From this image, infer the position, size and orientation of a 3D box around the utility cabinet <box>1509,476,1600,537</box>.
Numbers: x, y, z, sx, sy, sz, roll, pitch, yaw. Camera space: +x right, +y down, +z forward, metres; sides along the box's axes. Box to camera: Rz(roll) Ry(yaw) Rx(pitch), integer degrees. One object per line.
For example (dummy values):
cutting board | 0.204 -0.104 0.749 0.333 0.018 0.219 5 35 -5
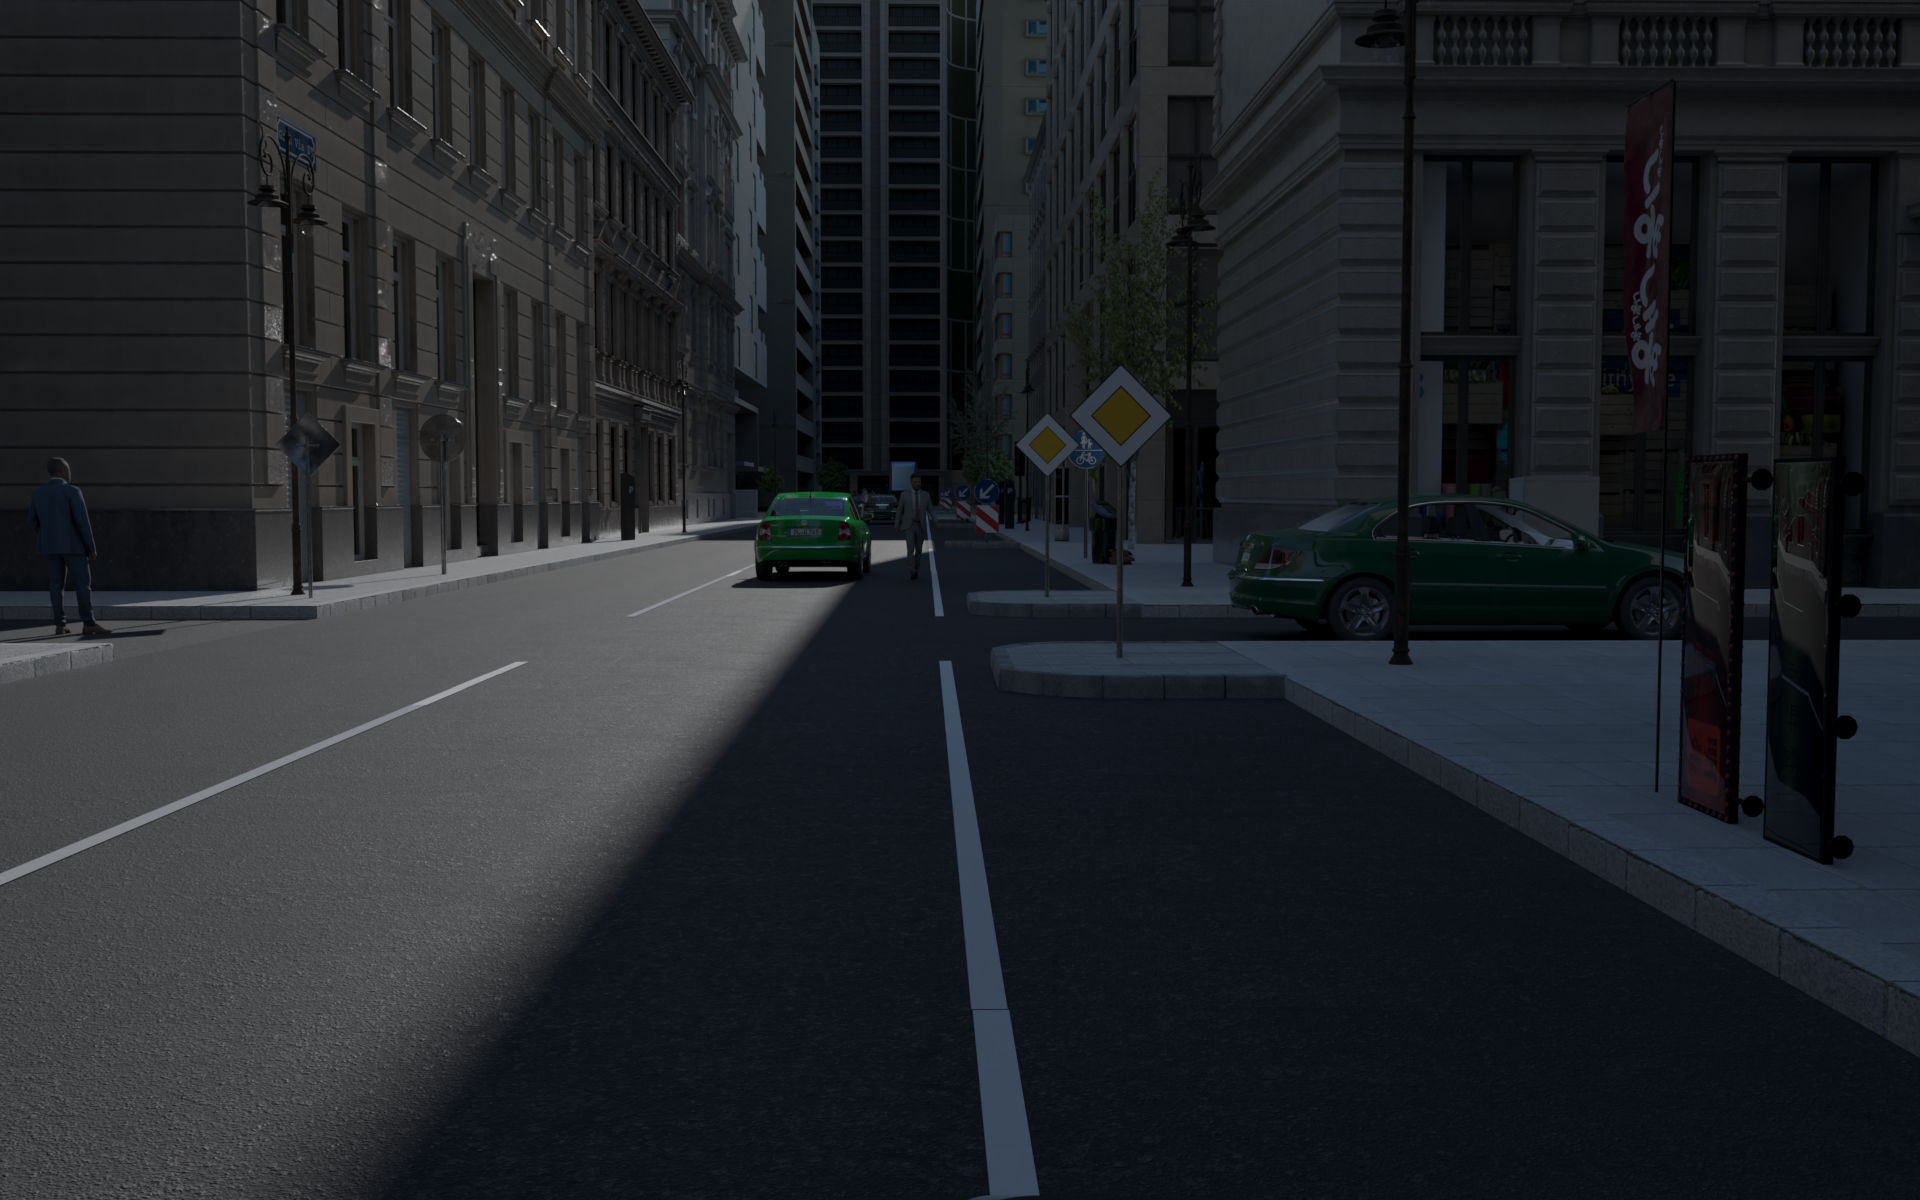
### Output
utility cabinet | 7.481 -0.806 21.862 1.173 1.500 0.318 -1 4 -22

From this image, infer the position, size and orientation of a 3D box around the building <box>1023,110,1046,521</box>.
building | 8.550 -14.551 87.057 9.793 20.994 18.267 0 4 -1

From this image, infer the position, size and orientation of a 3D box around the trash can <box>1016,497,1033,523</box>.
trash can | 2.877 -4.037 77.656 0.748 1.137 0.748 0 3 0

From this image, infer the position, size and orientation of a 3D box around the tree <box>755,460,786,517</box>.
tree | -10.672 -6.261 96.975 1.663 3.219 1.824 0 3 0

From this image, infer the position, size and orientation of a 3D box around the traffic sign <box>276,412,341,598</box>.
traffic sign | -8.012 -1.081 21.318 0.795 2.450 0.064 0 4 -1

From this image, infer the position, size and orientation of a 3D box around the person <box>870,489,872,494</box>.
person | -8.087 -9.194 158.450 1.348 1.869 0.705 -2 4 -32

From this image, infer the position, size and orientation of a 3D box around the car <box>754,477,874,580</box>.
car | -2.516 -1.318 30.342 1.959 1.807 4.718 0 4 0

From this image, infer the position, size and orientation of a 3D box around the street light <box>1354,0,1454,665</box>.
street light | 3.326 -2.453 12.893 0.468 5.910 1.993 0 4 -1

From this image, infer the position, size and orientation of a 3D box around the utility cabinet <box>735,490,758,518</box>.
utility cabinet | -11.518 -5.179 93.361 1.173 1.500 0.318 1 4 12

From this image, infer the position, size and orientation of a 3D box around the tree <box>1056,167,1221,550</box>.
tree | 4.056 -5.486 40.051 4.737 8.622 4.395 0 3 0

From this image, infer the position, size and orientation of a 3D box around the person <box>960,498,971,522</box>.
person | 0.254 -4.879 88.082 0.655 1.846 0.447 -2 4 -29

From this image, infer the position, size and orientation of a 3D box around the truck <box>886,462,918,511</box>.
truck | -4.517 -9.117 138.817 2.967 4.110 18.799 0 4 -2

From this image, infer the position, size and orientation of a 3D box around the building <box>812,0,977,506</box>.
building | -6.143 -45.932 189.238 20.611 71.187 20.563 0 4 -1

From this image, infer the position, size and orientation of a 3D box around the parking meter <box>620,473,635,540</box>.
parking meter | -9.264 -2.606 48.318 0.255 1.863 0.399 2 4 27

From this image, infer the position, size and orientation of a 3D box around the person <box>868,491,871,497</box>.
person | -7.932 -8.617 150.095 0.721 1.736 1.217 -2 4 -27

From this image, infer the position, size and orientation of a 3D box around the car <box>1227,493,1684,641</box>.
car | 5.172 -0.341 17.372 4.920 1.459 2.131 0 4 -2

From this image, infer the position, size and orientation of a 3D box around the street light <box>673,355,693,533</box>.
street light | -9.194 -5.186 57.579 0.468 5.910 1.993 0 4 -1

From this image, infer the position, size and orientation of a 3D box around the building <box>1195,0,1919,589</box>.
building | 14.118 -12.147 27.486 19.941 23.489 11.050 0 4 -1

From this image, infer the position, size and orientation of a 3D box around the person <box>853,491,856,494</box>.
person | -8.995 -8.357 145.927 0.721 1.735 1.217 3 4 38

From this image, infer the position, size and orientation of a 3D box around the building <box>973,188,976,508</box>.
building | 8.230 -24.042 164.789 14.160 30.474 14.107 0 4 -1

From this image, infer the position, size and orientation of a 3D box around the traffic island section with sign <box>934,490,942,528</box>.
traffic island section with sign | 0.018 -3.999 74.016 1.989 1.847 2.006 0 4 -1

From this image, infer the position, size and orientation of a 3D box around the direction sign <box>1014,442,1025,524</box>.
direction sign | 2.588 -5.075 74.977 0.379 3.537 0.876 2 4 32

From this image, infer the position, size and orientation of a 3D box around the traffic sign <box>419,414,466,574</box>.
traffic sign | -8.255 -1.684 27.638 0.768 2.556 0.104 0 4 5

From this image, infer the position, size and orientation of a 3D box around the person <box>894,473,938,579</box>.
person | -0.750 -1.251 29.229 0.678 1.792 0.850 -1 4 -13

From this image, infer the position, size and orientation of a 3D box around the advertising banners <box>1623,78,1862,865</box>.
advertising banners | 3.002 -0.652 6.845 0.090 3.025 2.074 0 3 0

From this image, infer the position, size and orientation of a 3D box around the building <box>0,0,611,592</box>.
building | -15.167 -14.480 34.007 12.463 27.353 25.104 0 4 -1

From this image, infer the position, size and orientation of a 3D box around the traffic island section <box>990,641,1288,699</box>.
traffic island section | 1.270 0.532 13.581 2.009 0.180 2.903 0 4 -1

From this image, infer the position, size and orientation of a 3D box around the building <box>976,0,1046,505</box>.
building | 12.318 -31.975 146.498 21.300 48.544 21.600 0 4 -1

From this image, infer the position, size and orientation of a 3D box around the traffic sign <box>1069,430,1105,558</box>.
traffic sign | 2.510 -2.105 34.517 0.768 2.556 0.104 0 4 3

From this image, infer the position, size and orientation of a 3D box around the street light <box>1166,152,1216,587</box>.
street light | 3.158 -3.125 23.881 0.468 5.910 1.993 0 4 -1

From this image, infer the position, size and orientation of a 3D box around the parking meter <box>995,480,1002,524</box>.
parking meter | 1.681 -4.130 73.237 0.255 1.863 0.399 3 5 42

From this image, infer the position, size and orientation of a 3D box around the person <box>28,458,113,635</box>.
person | -9.120 -0.550 17.682 0.721 1.800 0.419 0 3 0

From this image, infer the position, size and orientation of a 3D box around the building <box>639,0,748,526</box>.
building | -17.467 -17.742 77.465 14.401 28.519 23.554 0 4 -1

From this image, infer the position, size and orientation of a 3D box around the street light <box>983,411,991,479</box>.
street light | 1.508 -7.544 96.130 0.468 5.910 1.993 0 4 -1

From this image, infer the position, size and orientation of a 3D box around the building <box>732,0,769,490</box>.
building | -30.288 -36.987 193.976 27.495 52.752 28.713 0 4 -1

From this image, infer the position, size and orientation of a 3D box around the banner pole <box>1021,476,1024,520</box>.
banner pole | 3.001 -5.838 85.472 0.401 3.779 0.863 0 4 8

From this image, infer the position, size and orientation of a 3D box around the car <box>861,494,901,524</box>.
car | -3.733 -4.392 83.607 2.131 1.459 4.920 0 4 -2

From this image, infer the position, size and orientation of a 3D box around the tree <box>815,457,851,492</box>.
tree | -11.247 -10.365 153.178 4.285 4.588 4.351 0 3 0

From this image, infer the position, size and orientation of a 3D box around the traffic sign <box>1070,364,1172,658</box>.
traffic sign | 1.246 -0.603 13.503 0.795 2.450 0.064 0 4 -1

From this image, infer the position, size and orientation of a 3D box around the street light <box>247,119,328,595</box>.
street light | -8.446 -3.005 21.914 0.468 5.910 1.993 0 4 -1

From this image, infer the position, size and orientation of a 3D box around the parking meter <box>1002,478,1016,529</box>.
parking meter | 1.854 -3.561 63.929 0.399 1.863 0.255 0 4 1

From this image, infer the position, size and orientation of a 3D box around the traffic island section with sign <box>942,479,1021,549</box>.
traffic island section with sign | 0.587 -2.316 46.491 1.989 1.847 2.006 0 4 -1

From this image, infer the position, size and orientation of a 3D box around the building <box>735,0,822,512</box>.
building | -24.034 -32.803 160.031 21.600 48.544 21.300 0 4 -1

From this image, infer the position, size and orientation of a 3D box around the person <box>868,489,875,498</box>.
person | -5.242 -5.770 103.546 1.217 1.736 0.721 3 4 38

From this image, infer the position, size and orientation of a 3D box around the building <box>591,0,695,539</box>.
building | -15.128 -11.730 56.417 10.561 19.102 19.286 0 4 -1

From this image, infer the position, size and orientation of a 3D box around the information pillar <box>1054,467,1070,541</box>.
information pillar | 2.767 -2.599 46.982 0.304 2.012 0.304 3 4 38

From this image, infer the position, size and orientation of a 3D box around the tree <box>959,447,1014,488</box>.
tree | 1.634 -7.430 105.199 4.285 4.588 4.351 0 3 0

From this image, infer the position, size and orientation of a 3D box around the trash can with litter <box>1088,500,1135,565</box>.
trash can with litter | 2.826 -1.245 31.744 0.624 1.170 1.055 -2 4 -33

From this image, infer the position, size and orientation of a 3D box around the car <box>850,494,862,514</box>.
car | -6.886 -6.245 111.894 2.009 1.686 4.222 0 4 -1

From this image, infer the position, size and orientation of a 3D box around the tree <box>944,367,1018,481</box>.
tree | 1.282 -9.142 99.826 4.360 8.622 3.978 0 3 0

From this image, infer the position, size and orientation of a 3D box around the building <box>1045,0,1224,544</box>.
building | 13.788 -15.677 60.834 19.350 26.468 34.151 0 4 -1

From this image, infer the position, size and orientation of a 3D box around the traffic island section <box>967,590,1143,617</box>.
traffic island section | 1.104 0.044 21.564 2.009 0.180 2.903 0 4 -1

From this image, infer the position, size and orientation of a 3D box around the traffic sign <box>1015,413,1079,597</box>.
traffic sign | 1.080 -1.091 21.487 0.795 2.450 0.064 0 4 -1

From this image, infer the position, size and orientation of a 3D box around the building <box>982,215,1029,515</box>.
building | 15.823 -16.950 122.171 27.650 21.520 28.899 0 4 -1

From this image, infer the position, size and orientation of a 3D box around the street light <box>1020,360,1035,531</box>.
street light | 2.337 -5.339 60.083 0.468 5.910 1.993 0 4 -1

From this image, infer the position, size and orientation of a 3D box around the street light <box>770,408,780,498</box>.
street light | -9.955 -7.365 93.213 0.468 5.910 1.993 0 4 -1

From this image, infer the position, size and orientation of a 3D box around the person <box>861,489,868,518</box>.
person | -5.460 -5.499 99.075 0.621 1.740 0.551 -1 4 -13
